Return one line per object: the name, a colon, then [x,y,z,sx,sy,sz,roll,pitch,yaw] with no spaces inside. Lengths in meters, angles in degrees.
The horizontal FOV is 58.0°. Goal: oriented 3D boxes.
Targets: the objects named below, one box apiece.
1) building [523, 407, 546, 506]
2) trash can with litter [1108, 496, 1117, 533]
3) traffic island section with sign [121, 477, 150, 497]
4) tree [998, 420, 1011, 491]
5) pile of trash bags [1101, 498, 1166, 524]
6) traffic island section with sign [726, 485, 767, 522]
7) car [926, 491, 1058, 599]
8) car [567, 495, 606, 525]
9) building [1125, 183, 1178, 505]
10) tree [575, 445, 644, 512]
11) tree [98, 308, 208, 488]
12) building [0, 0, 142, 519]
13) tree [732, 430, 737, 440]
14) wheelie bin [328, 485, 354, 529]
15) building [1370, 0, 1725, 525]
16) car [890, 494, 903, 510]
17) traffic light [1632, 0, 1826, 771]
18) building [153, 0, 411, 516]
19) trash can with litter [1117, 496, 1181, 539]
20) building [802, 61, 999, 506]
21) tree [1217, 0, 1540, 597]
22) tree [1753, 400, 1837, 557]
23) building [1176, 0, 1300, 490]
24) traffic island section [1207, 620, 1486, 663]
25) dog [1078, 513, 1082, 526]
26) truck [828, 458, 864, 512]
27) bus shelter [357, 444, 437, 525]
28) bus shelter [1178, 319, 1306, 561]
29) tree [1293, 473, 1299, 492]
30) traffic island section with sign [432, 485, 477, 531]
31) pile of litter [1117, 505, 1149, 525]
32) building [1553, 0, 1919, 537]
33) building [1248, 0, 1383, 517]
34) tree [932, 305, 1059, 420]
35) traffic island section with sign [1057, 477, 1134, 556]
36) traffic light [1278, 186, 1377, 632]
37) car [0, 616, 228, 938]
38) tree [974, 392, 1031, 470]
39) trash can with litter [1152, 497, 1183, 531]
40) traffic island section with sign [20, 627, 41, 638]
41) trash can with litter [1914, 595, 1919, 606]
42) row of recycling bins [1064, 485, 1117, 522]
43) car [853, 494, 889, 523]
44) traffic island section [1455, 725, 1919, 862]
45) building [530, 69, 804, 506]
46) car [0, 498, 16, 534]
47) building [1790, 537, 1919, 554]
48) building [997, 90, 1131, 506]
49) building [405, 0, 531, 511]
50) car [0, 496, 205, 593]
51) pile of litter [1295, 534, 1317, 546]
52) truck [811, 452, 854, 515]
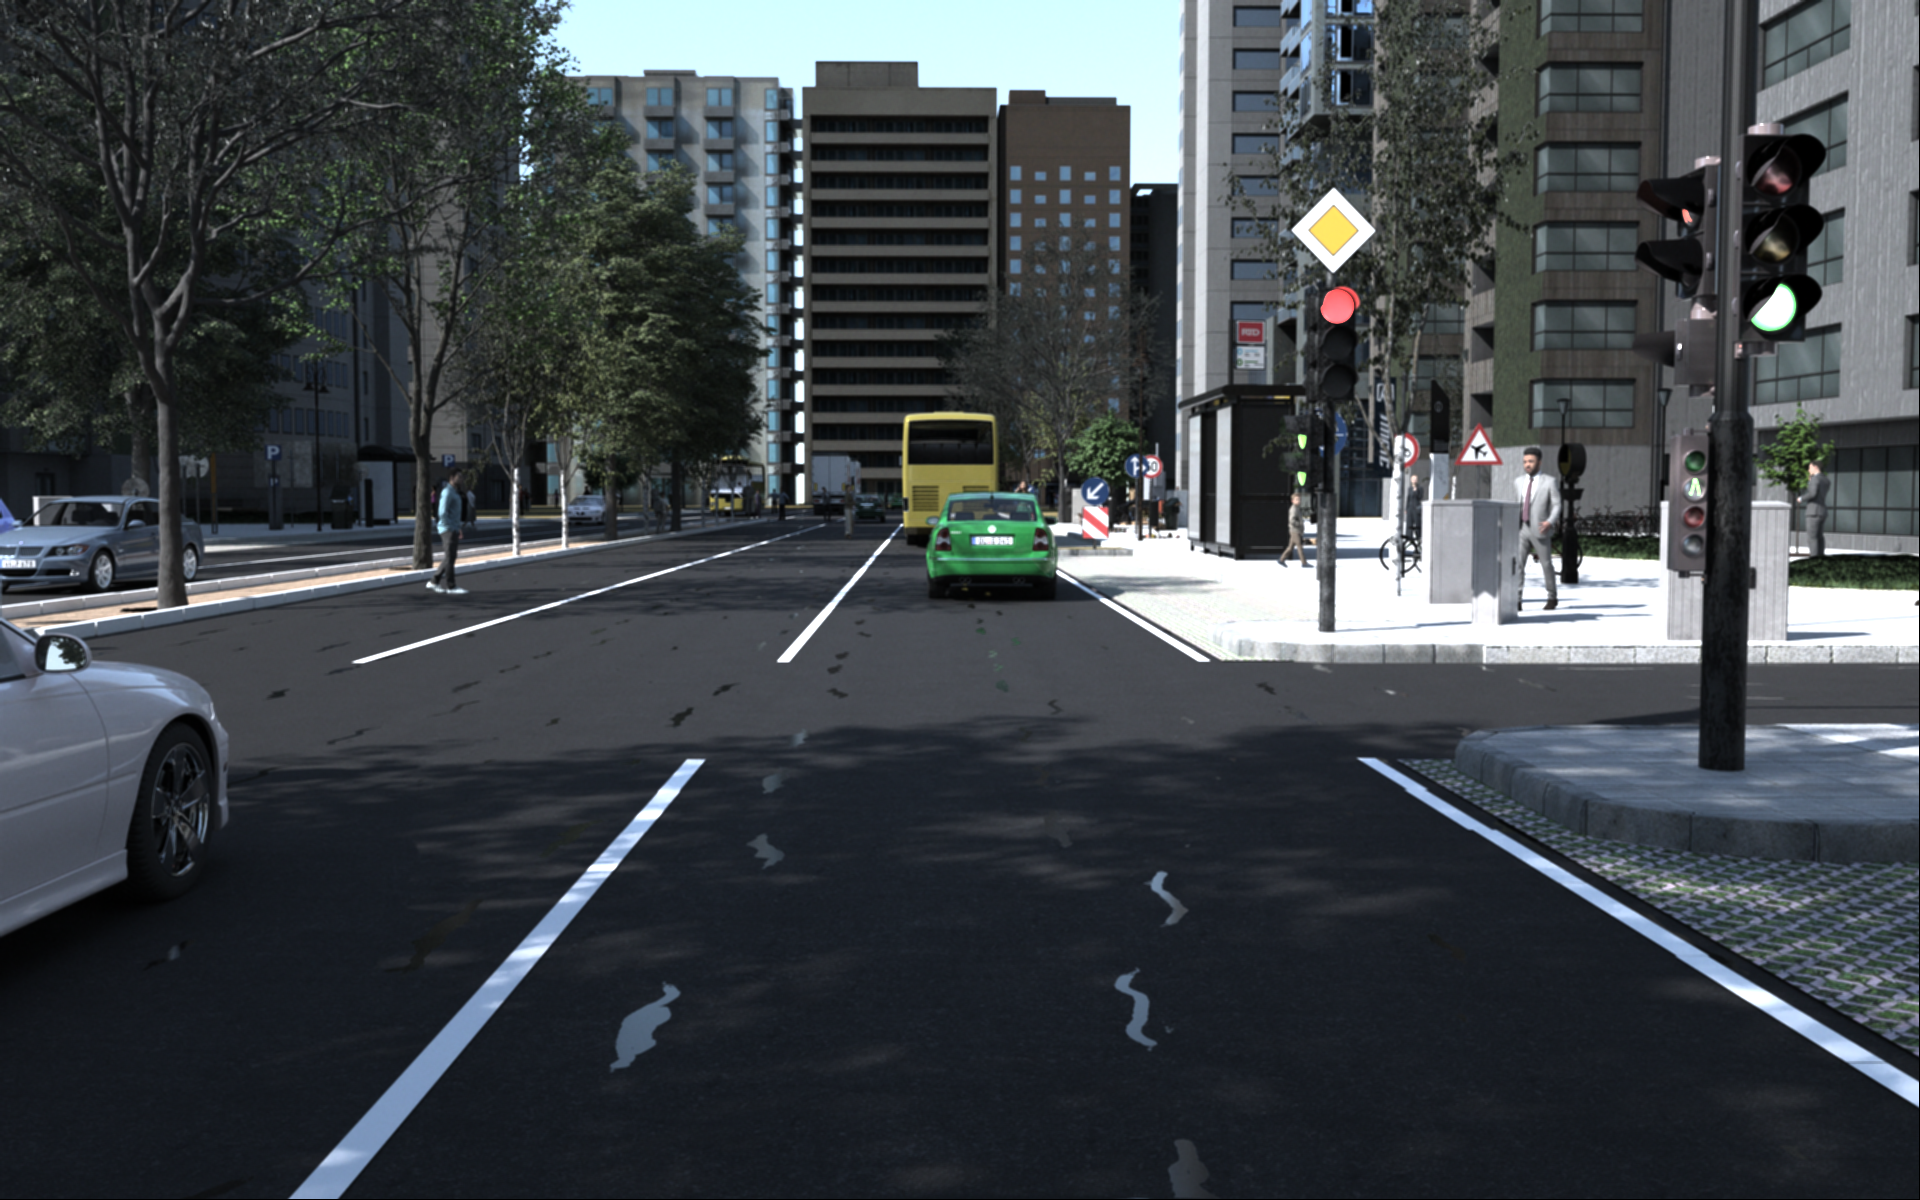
building: [-62.683,-21.818,201.755,28.899,21.520,27.650,0,4,-1]
trash can with litter: [5.048,-2.880,58.142,1.678,1.210,2.233,0,4,-5]
traffic island section with sign: [-19.421,-1.938,40.320,1.989,1.847,2.006,0,4,-1]
tree: [4.057,-10.560,123.022,4.737,8.622,4.395,0,3,0]
pile of trash bags: [7.299,-3.937,74.117,3.447,1.369,1.912,3,4,38]
traffic island section with sign: [-11.140,-5.048,90.669,2.006,1.907,1.989,0,4,-1]
car: [0.460,-0.997,25.097,1.959,1.807,4.718,0,4,1]
car: [-17.393,-4.219,81.338,2.083,1.381,4.827,0,4,-2]
building: [30.610,-31.383,205.000,23.993,40.220,32.217,0,4,-1]
tree: [-24.266,-8.578,123.967,4.285,4.588,4.351,0,3,0]
tree: [-29.892,-6.990,64.648,4.737,8.622,4.395,0,3,0]
building: [-41.219,-23.446,66.931,14.154,41.232,14.086,0,4,-1]
tree: [-24.748,-14.950,154.801,12.009,13.543,11.850,0,3,0]
wheelie bin: [-22.544,-3.379,63.154,0.980,1.594,0.693,0,4,6]
building: [27.245,-19.128,84.446,14.160,30.474,14.107,0,4,-1]
car: [-5.360,-9.078,157.226,1.959,1.807,4.718,0,4,-1]
traffic light: [1.450,-2.029,7.842,4.771,5.953,1.251,0,4,-1]
building: [-48.057,-34.334,103.357,21.231,58.520,28.212,0,4,-1]
trash can with litter: [5.924,-2.416,50.552,1.678,1.210,2.233,2,4,32]
building: [-6.684,-35.134,198.136,21.600,48.544,21.300,0,4,-1]
tree: [5.428,-4.365,21.723,4.360,8.622,3.978,0,3,0]
tree: [17.148,-2.513,35.693,1.663,3.219,1.824,0,3,0]
building: [28.091,-36.499,138.759,21.231,58.520,28.212,0,4,-1]
traffic island section: [3.436,0.377,16.120,2.009,0.180,2.903,0,4,-1]
dog: [5.024,-3.249,69.950,0.406,0.507,0.540,1,4,23]
truck: [-9.393,-9.288,140.768,2.839,4.237,11.283,0,4,-1]
bus shelter: [-23.949,-4.859,73.373,2.014,3.302,5.546,0,4,-1]
bus shelter: [6.015,-3.660,37.470,2.179,5.291,8.768,0,4,-1]
tree: [12.856,-4.588,69.616,1.663,3.219,1.824,0,3,0]
traffic island section with sign: [-19.906,-3.587,67.271,1.989,1.847,2.006,0,4,-1]
pile of litter: [7.302,-3.528,71.650,1.719,0.858,1.176,0,4,-1]
building: [25.672,-17.777,62.348,14.160,30.474,14.107,0,4,-1]
building: [28.767,-48.666,108.361,22.319,86.520,31.000,0,4,-1]
tree: [4.042,-19.053,167.413,12.611,20.169,13.585,0,3,0]
traffic island section with sign: [2.997,-1.962,40.715,1.989,1.847,2.006,0,4,-1]
traffic light: [3.396,-1.657,16.005,0.839,4.253,0.868,0,4,-1]
car: [-3.647,0.471,4.661,2.083,1.381,4.827,0,4,-1]
tree: [2.750,-13.293,151.748,7.601,10.594,8.767,0,4,1]
trash can with litter: [7.302,-3.030,60.927,1.055,1.170,0.624,-3,5,-39]
traffic island section with sign: [-9.772,-0.453,15.542,2.006,1.907,1.989,0,4,-1]
trash can with litter: [10.556,-0.424,18.314,0.624,1.170,1.055,-1,4,-11]
row of recycling bins: [5.977,-4.387,78.833,1.069,1.692,3.534,3,5,42]
car: [-4.659,-4.610,87.169,2.131,1.459,4.920,0,4,-3]
traffic island section: [3.581,0.865,8.136,2.009,0.180,2.903,0,4,-1]
building: [-32.718,-35.392,198.261,30.456,49.044,23.786,0,4,-1]
car: [-16.159,-1.058,26.891,1.945,1.707,3.694,0,4,1]
building: [26.289,-16.190,36.404,14.107,30.474,14.160,0,4,-1]
building: [11.270,-33.351,195.403,14.200,45.320,14.600,0,4,-1]
building: [-48.090,-42.963,140.691,20.611,71.187,20.563,0,4,-1]
car: [-13.268,-0.893,26.608,2.014,1.417,4.499,0,4,1]
pile of litter: [8.541,-1.816,43.661,1.176,0.858,1.719,0,4,4]
truck: [-8.984,-8.142,122.035,2.839,4.237,11.283,0,4,-2]
